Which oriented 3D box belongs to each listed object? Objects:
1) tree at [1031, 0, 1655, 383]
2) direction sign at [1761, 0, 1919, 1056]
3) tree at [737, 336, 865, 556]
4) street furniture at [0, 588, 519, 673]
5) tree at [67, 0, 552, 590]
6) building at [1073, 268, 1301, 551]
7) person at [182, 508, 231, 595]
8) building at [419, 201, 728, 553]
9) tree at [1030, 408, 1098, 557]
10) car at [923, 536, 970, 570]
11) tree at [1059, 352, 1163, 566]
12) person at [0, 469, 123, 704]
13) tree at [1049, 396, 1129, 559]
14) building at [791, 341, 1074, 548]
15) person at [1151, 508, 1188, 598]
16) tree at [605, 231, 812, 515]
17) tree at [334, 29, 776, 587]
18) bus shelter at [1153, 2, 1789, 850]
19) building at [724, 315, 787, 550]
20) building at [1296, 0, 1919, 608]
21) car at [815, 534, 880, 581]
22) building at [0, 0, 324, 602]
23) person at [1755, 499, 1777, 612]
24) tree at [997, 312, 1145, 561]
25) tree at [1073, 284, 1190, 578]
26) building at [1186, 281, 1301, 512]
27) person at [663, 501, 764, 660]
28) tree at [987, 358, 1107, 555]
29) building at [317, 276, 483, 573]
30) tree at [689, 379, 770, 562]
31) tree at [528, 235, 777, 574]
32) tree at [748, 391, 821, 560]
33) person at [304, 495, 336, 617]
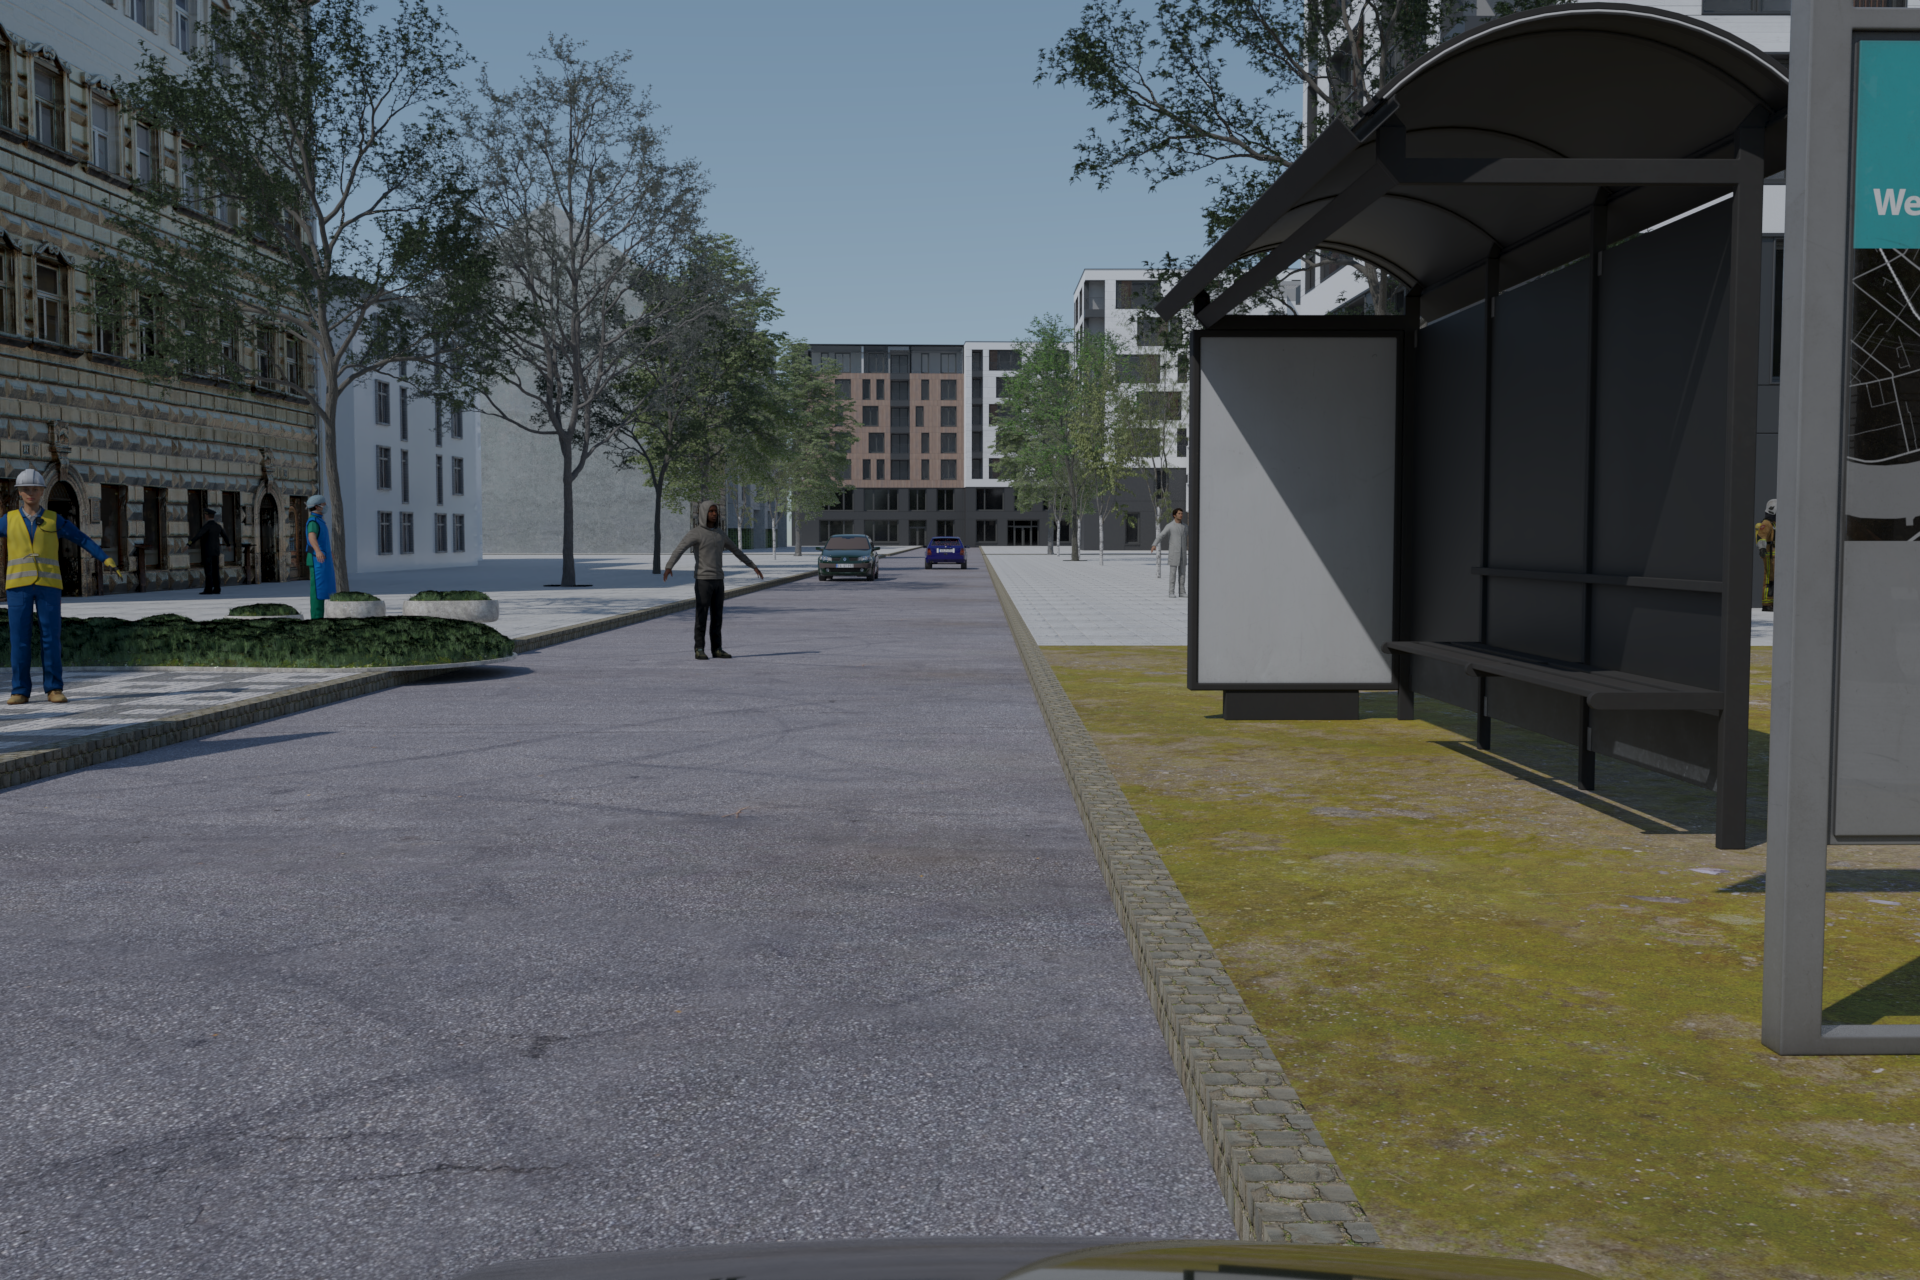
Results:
[{"bbox_3d":[5.391,-5.316,21.331,8.767,10.594,7.601,-3,4,-39],"label":"tree"},{"bbox_3d":[2.076,-0.909,3.628,2.525,3.948,1.411,0,4,-1],"label":"direction sign"},{"bbox_3d":[-9.386,-11.136,100.208,7.486,12.596,7.792,0,3,0],"label":"tree"},{"bbox_3d":[-9.622,-0.146,18.013,10.072,0.657,5.734,0,4,-5],"label":"street furniture"},{"bbox_3d":[-10.192,-5.683,27.327,7.601,10.594,8.767,-2,4,-27],"label":"tree"},{"bbox_3d":[23.587,-18.701,149.733,27.936,21.610,32.646,0,4,0],"label":"building"},{"bbox_3d":[-15.923,-1.886,36.764,0.705,1.837,1.347,1,4,19],"label":"person"},{"bbox_3d":[-27.145,-17.897,123.550,19.493,23.208,18.063,0,4,0],"label":"building"},{"bbox_3d":[5.408,-9.054,98.394,4.360,8.622,3.978,0,3,0],"label":"tree"},{"bbox_3d":[-0.563,-3.589,71.263,1.945,1.354,3.894,0,4,0],"label":"car"},{"bbox_3d":[5.916,-7.325,70.131,4.737,8.622,4.395,0,3,0],"label":"tree"},{"bbox_3d":[-7.000,-0.405,13.090,1.216,1.772,0.721,-2,4,-26],"label":"person"},{"bbox_3d":[5.942,-8.496,89.267,4.360,8.622,3.978,0,3,0],"label":"tree"},{"bbox_3d":[-2.314,-21.371,195.843,32.646,21.610,27.936,0,4,-3],"label":"building"},{"bbox_3d":[4.412,-1.760,34.968,1.347,1.806,0.705,-2,4,-23],"label":"person"},{"bbox_3d":[-9.445,-8.988,65.085,7.486,12.596,7.792,0,3,0],"label":"tree"},{"bbox_3d":[-9.489,-8.049,41.970,12.009,13.543,11.850,0,3,0],"label":"tree"},{"bbox_3d":[2.392,-0.946,9.388,2.014,3.302,5.546,0,4,-1],"label":"bus shelter"},{"bbox_3d":[-25.651,-17.549,153.385,16.747,18.905,31.486,0,4,1],"label":"building"},{"bbox_3d":[22.471,-12.325,45.493,27.936,21.610,32.646,0,3,0],"label":"building"},{"bbox_3d":[-3.462,-2.707,54.045,2.009,1.686,4.222,0,3,0],"label":"car"},{"bbox_3d":[-27.099,-12.727,39.019,19.493,23.208,18.063,0,4,-1],"label":"building"},{"bbox_3d":[13.474,-1.399,28.643,1.354,1.858,0.705,-3,5,-43],"label":"person"},{"bbox_3d":[5.315,-9.546,81.838,9.928,11.665,9.643,0,3,0],"label":"tree"},{"bbox_3d":[5.985,-6.104,50.160,4.360,8.622,3.978,0,3,0],"label":"tree"},{"bbox_3d":[22.304,-16.758,130.407,16.016,20.090,11.380,0,4,0],"label":"building"},{"bbox_3d":[-2.860,-0.690,19.865,1.348,1.813,0.705,-3,5,-42],"label":"person"},{"bbox_3d":[5.180,-11.532,106.679,7.486,12.596,7.792,0,3,0],"label":"tree"},{"bbox_3d":[-24.102,-7.852,70.533,9.099,9.664,28.070,0,4,0],"label":"building"},{"bbox_3d":[-9.790,-7.829,78.371,4.360,8.622,3.978,0,3,0],"label":"tree"},{"bbox_3d":[-9.791,-7.376,55.008,8.767,10.594,7.601,0,4,3],"label":"tree"},{"bbox_3d":[-9.314,-8.311,86.246,4.360,8.622,3.978,0,3,0],"label":"tree"},{"bbox_3d":[-8.762,-1.078,23.744,0.704,1.817,1.347,-1,4,-14],"label":"person"}]
